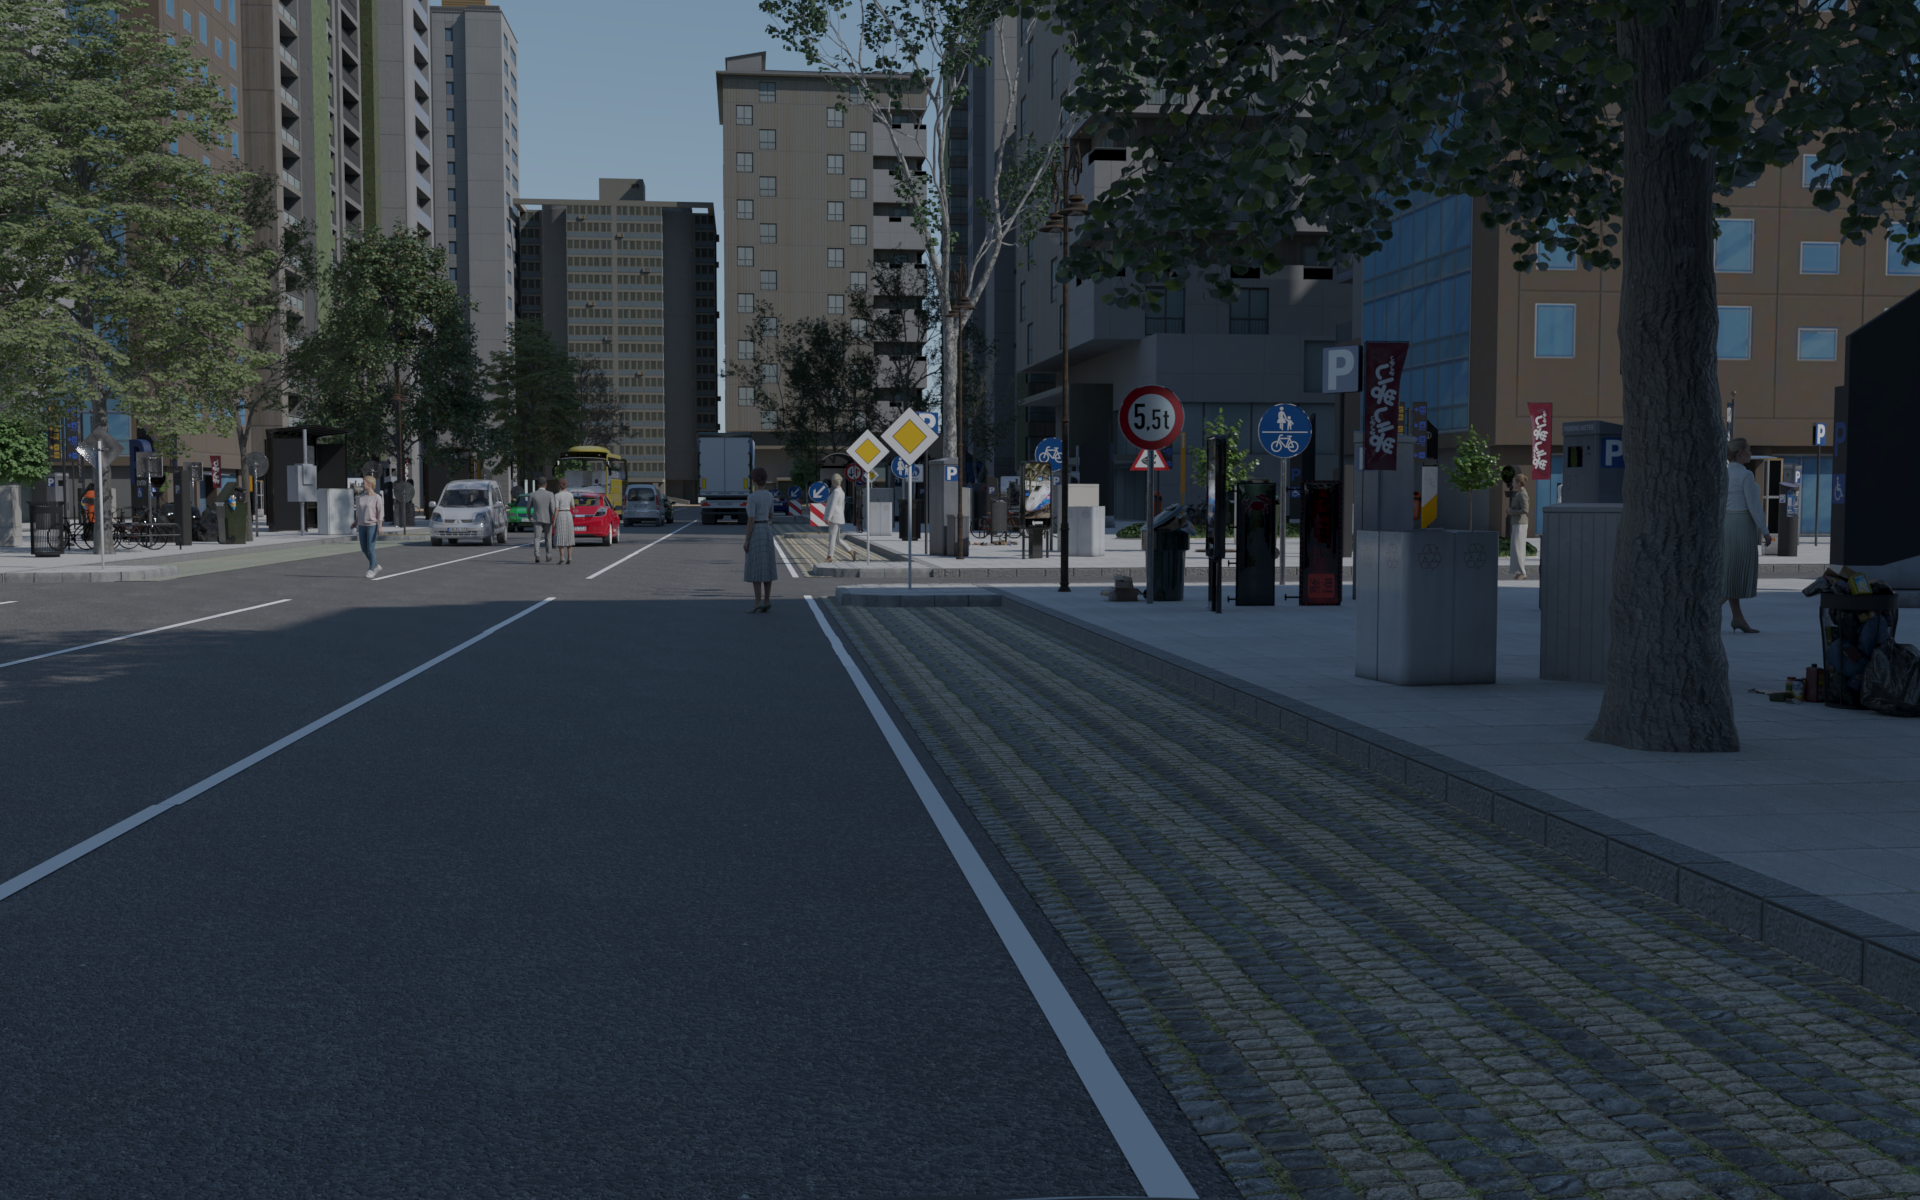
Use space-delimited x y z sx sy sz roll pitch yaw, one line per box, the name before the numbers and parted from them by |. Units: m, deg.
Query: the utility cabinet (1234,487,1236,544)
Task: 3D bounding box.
utility cabinet | 7.188 -2.184 44.380 0.318 1.500 1.173 1 4 11

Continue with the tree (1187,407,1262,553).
tree | 5.852 -2.671 38.269 1.663 3.219 1.824 0 3 0

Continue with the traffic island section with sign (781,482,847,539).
traffic island section with sign | -4.697 -2.904 56.110 1.989 1.847 2.006 0 4 -7

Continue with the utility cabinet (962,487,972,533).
utility cabinet | 0.218 -2.956 57.005 0.318 1.500 1.173 0 4 5

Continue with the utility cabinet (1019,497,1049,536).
utility cabinet | 2.346 -2.586 53.447 1.020 1.237 0.306 -1 4 -21

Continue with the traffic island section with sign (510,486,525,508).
traffic island section with sign | -20.704 -4.432 81.089 1.989 1.847 2.006 0 4 -7

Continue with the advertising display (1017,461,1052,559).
advertising display | 1.504 -1.784 34.375 0.123 1.923 0.974 3 4 36

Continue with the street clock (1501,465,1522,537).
street clock | 13.690 -2.353 43.041 0.358 2.002 0.471 -2 4 -27

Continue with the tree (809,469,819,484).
tree | -9.169 -7.284 113.687 1.663 3.219 1.824 0 3 0

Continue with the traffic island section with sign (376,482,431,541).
traffic island section with sign | -17.360 -2.775 54.002 1.989 1.847 2.006 0 4 -7

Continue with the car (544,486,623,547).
car | -10.602 -2.428 48.735 2.155 1.783 4.494 0 4 -7

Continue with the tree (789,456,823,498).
tree | -12.267 -9.516 139.308 4.285 4.588 4.351 0 3 0

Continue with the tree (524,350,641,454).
tree | -32.273 -14.438 146.430 12.009 13.543 11.850 0 3 0

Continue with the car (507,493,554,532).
car | -16.178 -3.504 66.079 1.959 1.807 4.718 0 4 -7

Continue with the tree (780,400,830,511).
tree | -11.393 -10.898 128.538 4.737 8.622 4.395 0 3 0

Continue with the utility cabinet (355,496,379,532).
utility cabinet | -19.912 -2.886 58.349 0.306 1.237 1.020 1 4 18

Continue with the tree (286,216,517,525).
tree | -23.313 -9.459 71.662 9.611 12.733 9.660 0 3 0

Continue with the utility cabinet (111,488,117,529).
utility cabinet | -30.932 -3.295 62.547 0.318 1.500 1.173 0 4 5

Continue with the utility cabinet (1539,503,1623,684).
utility cabinet | 4.490 -0.036 11.751 1.020 1.237 0.306 3 4 39

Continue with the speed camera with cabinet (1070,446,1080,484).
speed camera with cabinet | 4.103 -4.690 71.015 2.038 3.252 0.660 2 4 30

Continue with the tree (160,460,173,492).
tree | -38.454 -5.379 82.548 1.663 3.219 1.824 0 3 0

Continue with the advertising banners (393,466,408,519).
advertising banners | -27.181 -5.360 83.824 0.090 3.025 2.074 1 4 14

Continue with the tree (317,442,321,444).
tree | -32.084 -6.143 84.145 4.285 4.588 4.351 0 3 0

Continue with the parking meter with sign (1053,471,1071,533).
parking meter with sign | 3.353 -3.716 57.023 0.543 3.016 1.738 2 4 31

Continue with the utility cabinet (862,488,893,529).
utility cabinet | -3.025 -3.359 63.599 1.173 1.500 0.318 2 4 29

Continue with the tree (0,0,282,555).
tree | -18.653 -7.238 36.476 7.486 12.596 7.792 0 3 0

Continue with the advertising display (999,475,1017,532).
advertising display | 1.817 -3.267 58.621 0.974 1.923 0.123 1 4 17

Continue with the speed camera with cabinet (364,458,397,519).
speed camera with cabinet | -30.193 -5.883 90.525 0.660 3.252 2.038 2 4 33

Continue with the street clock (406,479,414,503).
street clock | -26.345 -4.797 83.002 0.358 2.002 0.471 -3 4 -38

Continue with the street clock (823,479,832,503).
street clock | -6.365 -4.798 83.019 0.358 2.002 0.471 -3 5 -40

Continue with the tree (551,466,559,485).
tree | -29.972 -9.205 134.223 4.285 4.588 4.351 0 3 0

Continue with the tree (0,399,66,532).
tree | -32.388 -4.625 59.326 4.285 4.588 4.351 0 3 0

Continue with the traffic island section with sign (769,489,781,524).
traffic island section with sign | -8.018 -4.540 82.861 1.989 1.847 2.006 0 4 -7

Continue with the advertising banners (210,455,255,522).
advertising banners | -32.978 -5.034 78.490 2.074 3.025 0.090 0 4 6

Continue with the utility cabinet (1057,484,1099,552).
utility cabinet | 2.615 -1.821 38.447 0.318 1.500 1.173 3 5 39

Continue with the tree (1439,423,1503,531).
tree | 13.857 -3.225 47.323 1.663 3.219 1.824 0 3 0

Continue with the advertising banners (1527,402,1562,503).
advertising banners | 11.779 -2.263 33.183 2.074 3.025 0.090 -1 4 -12

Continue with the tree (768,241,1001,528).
tree | -2.645 -7.981 64.896 8.767 10.594 7.601 0 4 3

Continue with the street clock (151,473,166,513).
street clock | -24.241 -2.922 52.348 0.471 2.002 0.358 -2 4 -28

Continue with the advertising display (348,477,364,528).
advertising display | -22.836 -3.664 65.128 0.123 1.923 0.974 2 4 33

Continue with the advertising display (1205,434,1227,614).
advertising display | 2.801 -0.842 18.988 0.123 1.923 0.974 0 4 2

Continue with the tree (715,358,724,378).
tree | -17.046 -19.159 169.146 12.611 20.169 13.585 0 3 0

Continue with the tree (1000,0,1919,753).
tree | 3.556 -6.223 8.407 9.857 13.997 8.962 0 3 0

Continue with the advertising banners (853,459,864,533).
advertising banners | -3.389 -3.759 57.646 0.090 3.025 2.074 -1 4 -11

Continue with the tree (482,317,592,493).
tree | -27.317 -11.817 111.332 7.486 12.596 7.792 0 3 0

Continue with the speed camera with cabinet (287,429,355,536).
speed camera with cabinet | -19.846 -3.635 53.771 0.660 3.252 2.038 2 4 32

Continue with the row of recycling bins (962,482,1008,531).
row of recycling bins | 0.372 -3.282 60.781 1.069 1.692 3.534 3 5 40

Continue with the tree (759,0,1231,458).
tree | 1.007 -11.604 45.618 12.611 20.169 13.585 0 3 0

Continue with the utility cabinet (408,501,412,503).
utility cabinet | -28.375 -4.738 88.630 0.306 1.237 1.020 -3 4 -36

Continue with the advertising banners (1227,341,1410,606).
advertising banners | 4.102 -1.444 19.802 2.074 3.025 0.090 0 4 -4

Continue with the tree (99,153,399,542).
tree | -19.249 -6.878 46.862 8.767 10.594 7.601 0 4 -3

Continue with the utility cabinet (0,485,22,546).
utility cabinet | -23.209 -2.057 42.304 0.318 1.500 1.173 -1 4 -19

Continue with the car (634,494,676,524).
car | -15.079 -4.493 85.253 2.131 1.459 4.920 0 4 -7

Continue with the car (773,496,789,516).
car | -12.192 -6.266 115.028 1.945 1.354 3.894 0 4 -7

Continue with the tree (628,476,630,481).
tree | -35.713 -11.924 178.675 4.285 4.588 4.351 0 3 0

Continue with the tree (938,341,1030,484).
tree | 1.035 -8.128 83.262 4.360 8.622 3.978 0 3 0

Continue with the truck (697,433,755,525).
truck | -11.287 -5.851 84.584 2.839 4.237 11.283 0 4 -6
